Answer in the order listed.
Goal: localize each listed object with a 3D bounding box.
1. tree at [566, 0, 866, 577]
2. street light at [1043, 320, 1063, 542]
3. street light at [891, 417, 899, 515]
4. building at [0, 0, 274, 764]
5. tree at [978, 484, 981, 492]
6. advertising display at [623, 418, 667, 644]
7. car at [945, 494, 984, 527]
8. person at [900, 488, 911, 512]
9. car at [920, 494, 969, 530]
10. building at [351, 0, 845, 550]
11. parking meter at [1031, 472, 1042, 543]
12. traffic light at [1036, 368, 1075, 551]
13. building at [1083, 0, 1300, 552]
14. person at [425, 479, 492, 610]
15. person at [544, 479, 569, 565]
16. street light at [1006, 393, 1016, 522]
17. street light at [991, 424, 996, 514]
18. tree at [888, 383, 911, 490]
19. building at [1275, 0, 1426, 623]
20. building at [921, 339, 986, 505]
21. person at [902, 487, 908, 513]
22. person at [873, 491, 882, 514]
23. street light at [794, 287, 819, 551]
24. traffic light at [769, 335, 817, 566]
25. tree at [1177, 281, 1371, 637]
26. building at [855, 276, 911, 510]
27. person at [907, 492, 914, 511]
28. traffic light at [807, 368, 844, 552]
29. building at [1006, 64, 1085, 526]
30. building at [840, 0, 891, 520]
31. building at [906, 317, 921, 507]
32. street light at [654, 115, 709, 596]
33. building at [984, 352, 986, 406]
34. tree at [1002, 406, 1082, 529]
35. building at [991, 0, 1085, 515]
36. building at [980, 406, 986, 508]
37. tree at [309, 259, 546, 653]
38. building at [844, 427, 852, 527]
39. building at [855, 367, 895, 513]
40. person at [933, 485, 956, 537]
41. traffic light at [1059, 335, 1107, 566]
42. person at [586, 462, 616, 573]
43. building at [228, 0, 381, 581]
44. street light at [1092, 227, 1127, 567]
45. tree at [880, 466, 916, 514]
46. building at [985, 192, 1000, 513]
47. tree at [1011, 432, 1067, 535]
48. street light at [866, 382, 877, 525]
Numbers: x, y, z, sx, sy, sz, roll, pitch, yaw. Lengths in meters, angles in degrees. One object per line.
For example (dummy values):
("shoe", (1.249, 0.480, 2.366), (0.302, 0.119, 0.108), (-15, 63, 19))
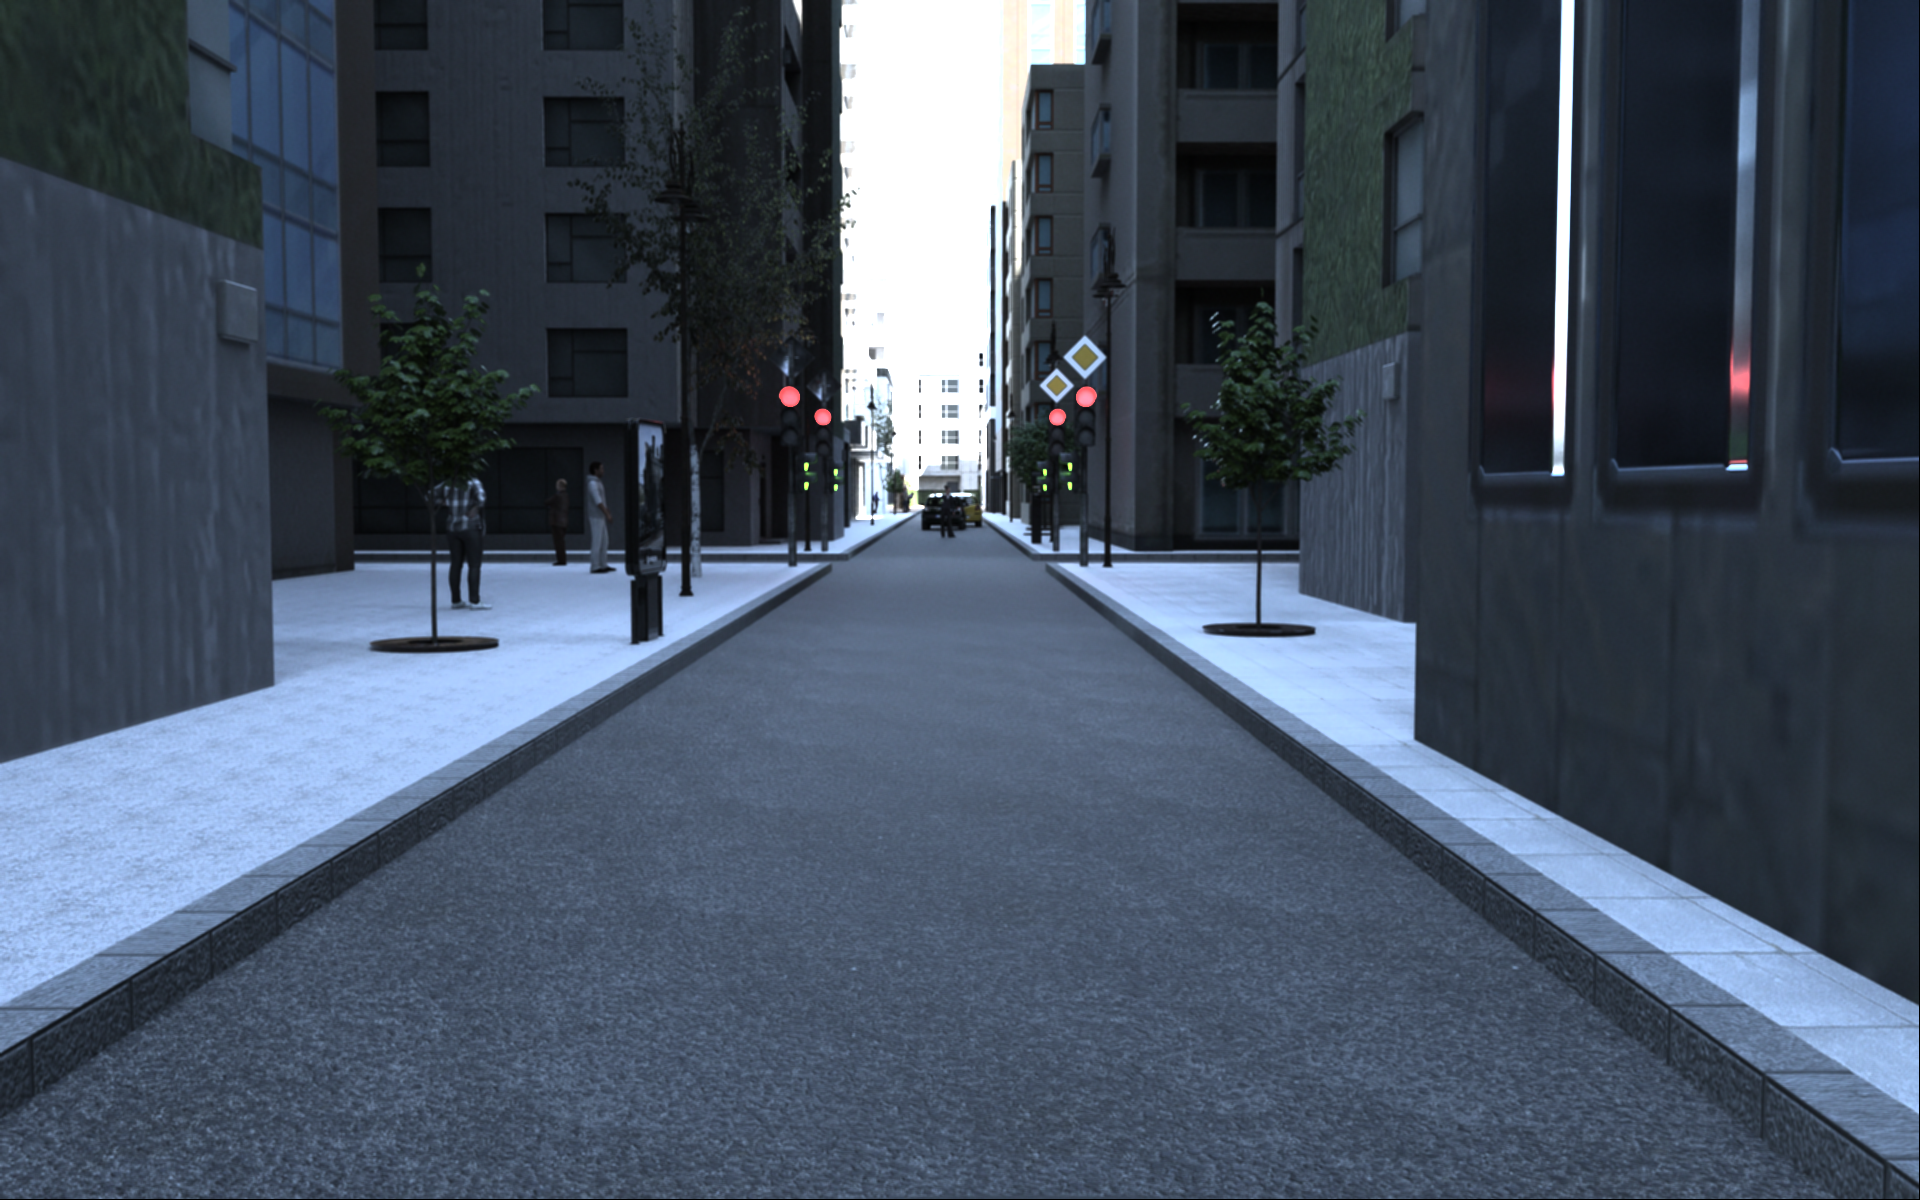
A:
("tree", (-3.834, -4.652, 26.415), (4.360, 8.622, 3.978), (0, 3, 0))
("street light", (2.474, -4.487, 46.155), (0.468, 5.910, 1.993), (0, 4, 0))
("street light", (-3.927, -8.034, 104.144), (0.468, 5.910, 1.993), (0, 4, 0))
("building", (-11.555, -19.562, 3.436), (14.154, 41.232, 14.086), (0, 4, 0))
("tree", (2.904, -12.027, 191.242), (1.663, 3.219, 1.824), (0, 3, 0))
("advertising display", (-2.749, -0.609, 15.174), (0.123, 1.923, 0.974), (0, 4, 4))
("car", (0.078, -4.093, 77.138), (2.015, 1.641, 3.980), (0, 4, -2))
("person", (-3.943, -7.219, 124.789), (0.721, 1.735, 1.217), (3, 4, 38))
("car", (-0.638, -3.703, 70.333), (2.009, 1.686, 4.222), (0, 4, 2))
("building", (-10.473, -16.686, 44.512), (14.160, 30.474, 14.107), (0, 4, 0))
("parking meter", (1.990, -2.407, 45.061), (0.255, 1.863, 0.399), (0, 4, 1))
("traffic light", (2.134, -3.043, 38.669), (0.839, 4.253, 0.868), (0, 4, 0))
("building", (14.316, -25.936, 47.758), (21.600, 48.544, 21.300), (0, 4, 0))
("person", (-5.524, -0.765, 19.279), (0.841, 1.734, 0.376), (2, 4, 31))
("person", (-7.236, -1.395, 31.120), (0.388, 1.546, 0.482), (1, 4, 14))
("street light", (2.355, -6.527, 79.497), (0.468, 5.910, 1.993), (0, 4, 0))
("street light", (2.203, -8.530, 112.251), (0.468, 5.910, 1.993), (0, 4, 0))
("tree", (-4.876, -9.643, 108.024), (4.360, 8.622, 3.978), (0, 3, 0))
("building", (11.389, -20.751, 22.867), (14.154, 41.232, 14.086), (0, 4, 0))
("building", (0.338, -20.763, 205.940), (31.486, 18.905, 16.747), (0, 4, 0))
("person", (-3.806, -6.740, 116.768), (0.750, 1.759, 0.617), (2, 4, 34))
("person", (-5.338, -6.311, 111.917), (0.600, 1.496, 0.574), (0, 4, -5))
("street light", (-3.431, -4.041, 38.861), (0.468, 5.910, 1.993), (0, 4, 0))
("traffic light", (-2.956, -2.551, 30.635), (0.839, 4.253, 0.868), (0, 4, 0))
("tree", (2.657, -1.301, 15.871), (1.663, 3.219, 1.824), (0, 3, 0))
("building", (-12.585, -17.843, 148.160), (16.016, 20.091, 11.380), (0, 4, 0))
("person", (-3.774, -7.446, 131.014), (0.697, 1.427, 0.421), (-2, 4, -30))
("traffic light", (-3.007, -3.040, 38.620), (0.839, 4.253, 0.868), (0, 4, 0))
("building", (16.557, -14.640, 84.410), (27.650, 21.520, 28.899), (0, 4, 0))
("building", (-15.711, -28.581, 86.903), (23.786, 49.044, 30.456), (0, 4, 0))
("building", (-20.299, -19.288, 181.818), (31.486, 18.905, 16.747), (0, 4, 0))
("street light", (-3.452, -2.989, 21.663), (0.468, 5.910, 1.993), (0, 4, 0))
("building", (10.586, -20.033, 183.964), (16.016, 20.091, 11.380), (0, 4, 0))
("tree", (3.259, -4.955, 64.733), (4.285, 4.588, 4.351), (0, 3, 0))
("building", (9.267, -27.854, 105.520), (14.600, 45.320, 14.200), (0, 4, 0))
("building", (6.705, -13.604, 164.570), (9.099, 9.664, 28.070), (0, 4, 0))
("tree", (-4.463, -1.218, 14.510), (1.663, 3.219, 1.824), (0, 3, 0))
("building", (-14.433, -38.062, 60.570), (20.563, 71.187, 20.611), (0, 4, 0))
("building", (-9.370, -11.411, 128.721), (9.099, 9.664, 28.070), (0, 4, 0))
("person", (-0.517, -2.931, 57.219), (0.742, 1.727, 0.445), (-3, 5, -42))
("traffic light", (2.185, -2.554, 30.684), (0.839, 4.253, 0.868), (0, 4, 0))
("person", (-5.812, -1.341, 28.113), (0.789, 1.805, 0.875), (0, 4, -6))
("building", (-16.878, -22.701, 21.272), (14.200, 45.320, 14.600), (0, 4, 0))
("street light", (2.597, -3.518, 30.306), (0.468, 5.910, 1.993), (0, 4, 0))
("tree", (-4.146, -7.278, 113.592), (1.663, 3.219, 1.824), (0, 3, 0))
("building", (15.830, -17.729, 133.844), (27.936, 21.610, 32.646), (0, 4, 0))
("tree", (2.508, -3.639, 54.093), (1.663, 3.219, 1.824), (0, 3, 0))
("street light", (-3.625, -6.037, 71.500), (0.468, 5.910, 1.993), (0, 4, 0))
